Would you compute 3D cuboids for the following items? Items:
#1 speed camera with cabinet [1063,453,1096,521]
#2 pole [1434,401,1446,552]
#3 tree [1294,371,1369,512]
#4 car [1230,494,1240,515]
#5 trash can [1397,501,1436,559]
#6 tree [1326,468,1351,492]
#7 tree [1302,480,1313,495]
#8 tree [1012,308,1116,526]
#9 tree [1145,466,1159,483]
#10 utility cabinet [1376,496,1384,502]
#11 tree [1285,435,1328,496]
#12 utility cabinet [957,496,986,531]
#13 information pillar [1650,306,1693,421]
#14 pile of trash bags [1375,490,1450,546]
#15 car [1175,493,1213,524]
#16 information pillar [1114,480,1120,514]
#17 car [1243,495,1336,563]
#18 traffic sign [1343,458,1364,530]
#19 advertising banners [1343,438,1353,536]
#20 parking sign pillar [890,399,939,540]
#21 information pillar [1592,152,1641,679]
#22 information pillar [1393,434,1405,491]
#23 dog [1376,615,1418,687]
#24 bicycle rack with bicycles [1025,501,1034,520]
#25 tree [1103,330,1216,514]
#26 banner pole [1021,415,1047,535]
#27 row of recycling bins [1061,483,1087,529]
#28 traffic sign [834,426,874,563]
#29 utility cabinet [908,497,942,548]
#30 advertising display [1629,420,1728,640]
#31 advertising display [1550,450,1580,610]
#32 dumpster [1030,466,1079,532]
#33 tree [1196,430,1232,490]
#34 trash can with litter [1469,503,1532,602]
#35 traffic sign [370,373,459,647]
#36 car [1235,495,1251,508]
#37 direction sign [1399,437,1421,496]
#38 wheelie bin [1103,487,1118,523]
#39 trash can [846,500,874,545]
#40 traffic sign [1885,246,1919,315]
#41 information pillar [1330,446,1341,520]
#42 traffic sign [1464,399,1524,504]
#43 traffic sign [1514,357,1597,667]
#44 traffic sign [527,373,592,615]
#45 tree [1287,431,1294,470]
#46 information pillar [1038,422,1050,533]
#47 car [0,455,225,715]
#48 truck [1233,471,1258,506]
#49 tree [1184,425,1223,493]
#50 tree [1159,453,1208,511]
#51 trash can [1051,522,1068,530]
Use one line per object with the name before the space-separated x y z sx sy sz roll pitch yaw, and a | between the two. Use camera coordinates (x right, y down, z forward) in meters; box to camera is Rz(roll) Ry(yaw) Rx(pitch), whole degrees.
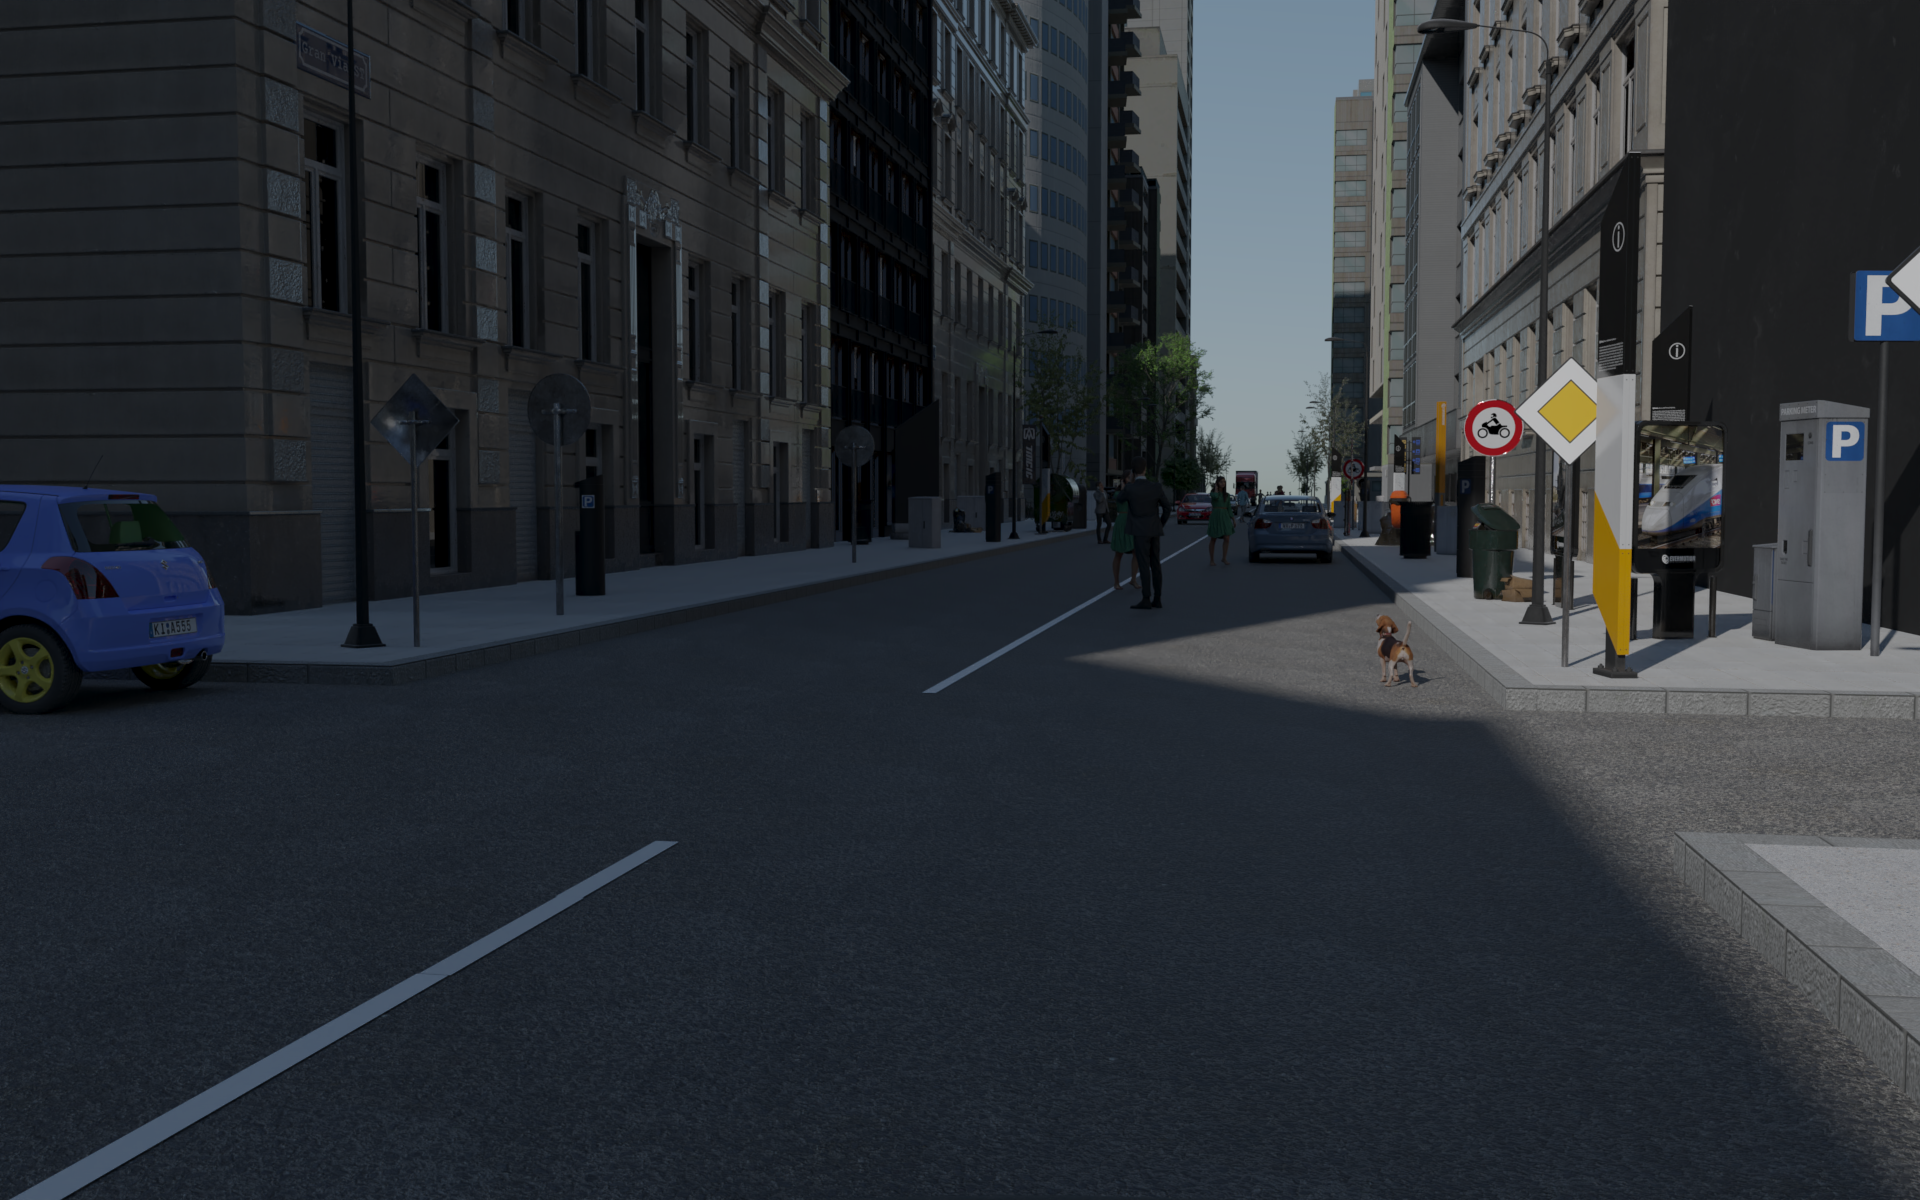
speed camera with cabinet | 5.550 -5.467 83.722 2.038 3.252 0.660 -1 4 -22
pole | 10.613 -2.717 38.265 0.158 3.312 0.155 0 3 0
tree | 22.194 -9.346 103.176 4.360 8.622 3.978 0 3 0
car | 18.076 -6.623 118.080 2.009 1.686 4.222 1 4 9
trash can | 9.042 -1.390 34.372 0.748 1.137 0.748 0 3 0
tree | 23.718 -7.013 109.271 1.663 3.219 1.824 0 3 0
tree | 43.265 -13.635 217.535 1.663 3.219 1.824 0 3 0
tree | 3.876 -7.219 68.399 4.737 8.622 4.395 0 3 0
tree | 10.980 -6.706 104.243 1.663 3.219 1.824 0 3 0
utility cabinet | 16.729 -3.541 69.059 0.306 1.237 1.020 1 4 12
tree | 44.361 -16.757 224.342 4.737 8.622 4.395 0 3 0
utility cabinet | 0.409 -3.014 60.443 1.020 1.237 0.306 1 4 13
information pillar | 8.936 -1.862 21.792 0.183 3.616 0.504 -3 5 -43
pile of trash bags | 11.221 -2.034 43.013 1.912 1.369 3.447 2 4 25
car | 11.406 -4.509 82.755 2.155 1.783 4.494 1 4 12
information pillar | 7.961 -5.078 87.516 0.304 2.012 0.304 -3 5 -40
car | 7.111 -1.552 37.385 2.014 1.417 4.499 1 4 10
traffic sign | 14.089 -3.788 62.038 0.768 2.556 0.104 1 4 15
advertising banners | 12.052 -3.515 53.659 0.090 3.025 2.074 1 4 19
parking sign pillar | -1.264 -3.704 49.027 1.447 3.967 1.447 -1 4 -16
information pillar | 4.612 -1.274 12.178 0.183 3.616 0.504 0 4 -1
information pillar | 17.130 -4.665 67.624 0.504 3.616 0.183 -2 4 -25
dog | 3.262 0.383 13.024 0.406 0.507 0.540 -3 5 -43
bicycle rack with bicycles | 3.752 -4.502 86.991 2.852 0.926 2.925 -1 4 -12
tree | 12.602 -11.242 109.570 9.928 11.665 9.643 0 3 0
banner pole | 2.337 -3.960 54.760 0.863 3.779 0.401 -1 4 -17
row of recycling bins | 4.316 -3.559 65.310 1.069 1.692 3.534 0 4 1
traffic sign | -1.977 -1.967 32.272 0.768 2.556 0.104 1 4 11
utility cabinet | -0.849 -1.843 41.288 0.306 1.237 1.020 -2 4 -35
advertising display | 6.326 -0.617 15.306 0.974 1.923 0.123 -1 4 -18
advertising display | 6.822 -0.877 19.545 0.123 1.923 0.974 0 4 8
dumpster | 3.237 -3.476 59.325 1.502 2.255 1.985 1 4 10
tree | 29.312 -15.249 199.691 4.737 8.622 4.395 0 3 0
trash can with litter | 6.643 -0.584 20.936 0.624 1.170 1.055 -1 4 -22
traffic sign | -4.554 -0.662 14.471 0.795 2.450 0.064 1 4 10
car | 29.184 -10.247 179.893 2.083 1.381 4.827 1 4 10
direction sign | 17.839 -4.700 68.847 0.876 3.537 0.379 1 4 20
wheelie bin | 6.821 -4.290 78.052 0.980 1.594 0.693 0 4 -5
trash can | -2.540 -1.973 43.911 0.748 1.137 0.748 0 3 0
traffic sign | 3.029 -0.079 4.931 0.795 2.450 0.064 1 4 10
information pillar | 18.439 -5.725 84.962 0.504 3.616 0.183 -1 4 -12
traffic sign | 7.174 -1.421 23.337 0.768 2.556 0.104 1 4 17
traffic sign | 4.483 -0.559 12.783 0.795 2.450 0.064 1 4 10
traffic sign | -4.239 -1.111 18.279 0.768 2.556 0.104 1 4 18
tree | 36.803 -14.286 183.934 4.360 8.622 3.978 0 3 0
information pillar | 2.766 -3.982 56.460 0.183 3.616 0.504 -2 4 -29
car | -7.189 -0.159 12.199 3.694 1.707 1.945 1 4 9
truck | 34.511 -13.436 208.599 2.839 4.237 11.283 1 4 11
tree | 27.012 -14.668 190.176 4.360 8.622 3.978 0 3 0
tree | 19.859 -10.207 150.605 4.285 4.588 4.351 0 3 0
trash can | 3.533 -3.035 61.270 0.748 1.137 0.748 0 3 0
